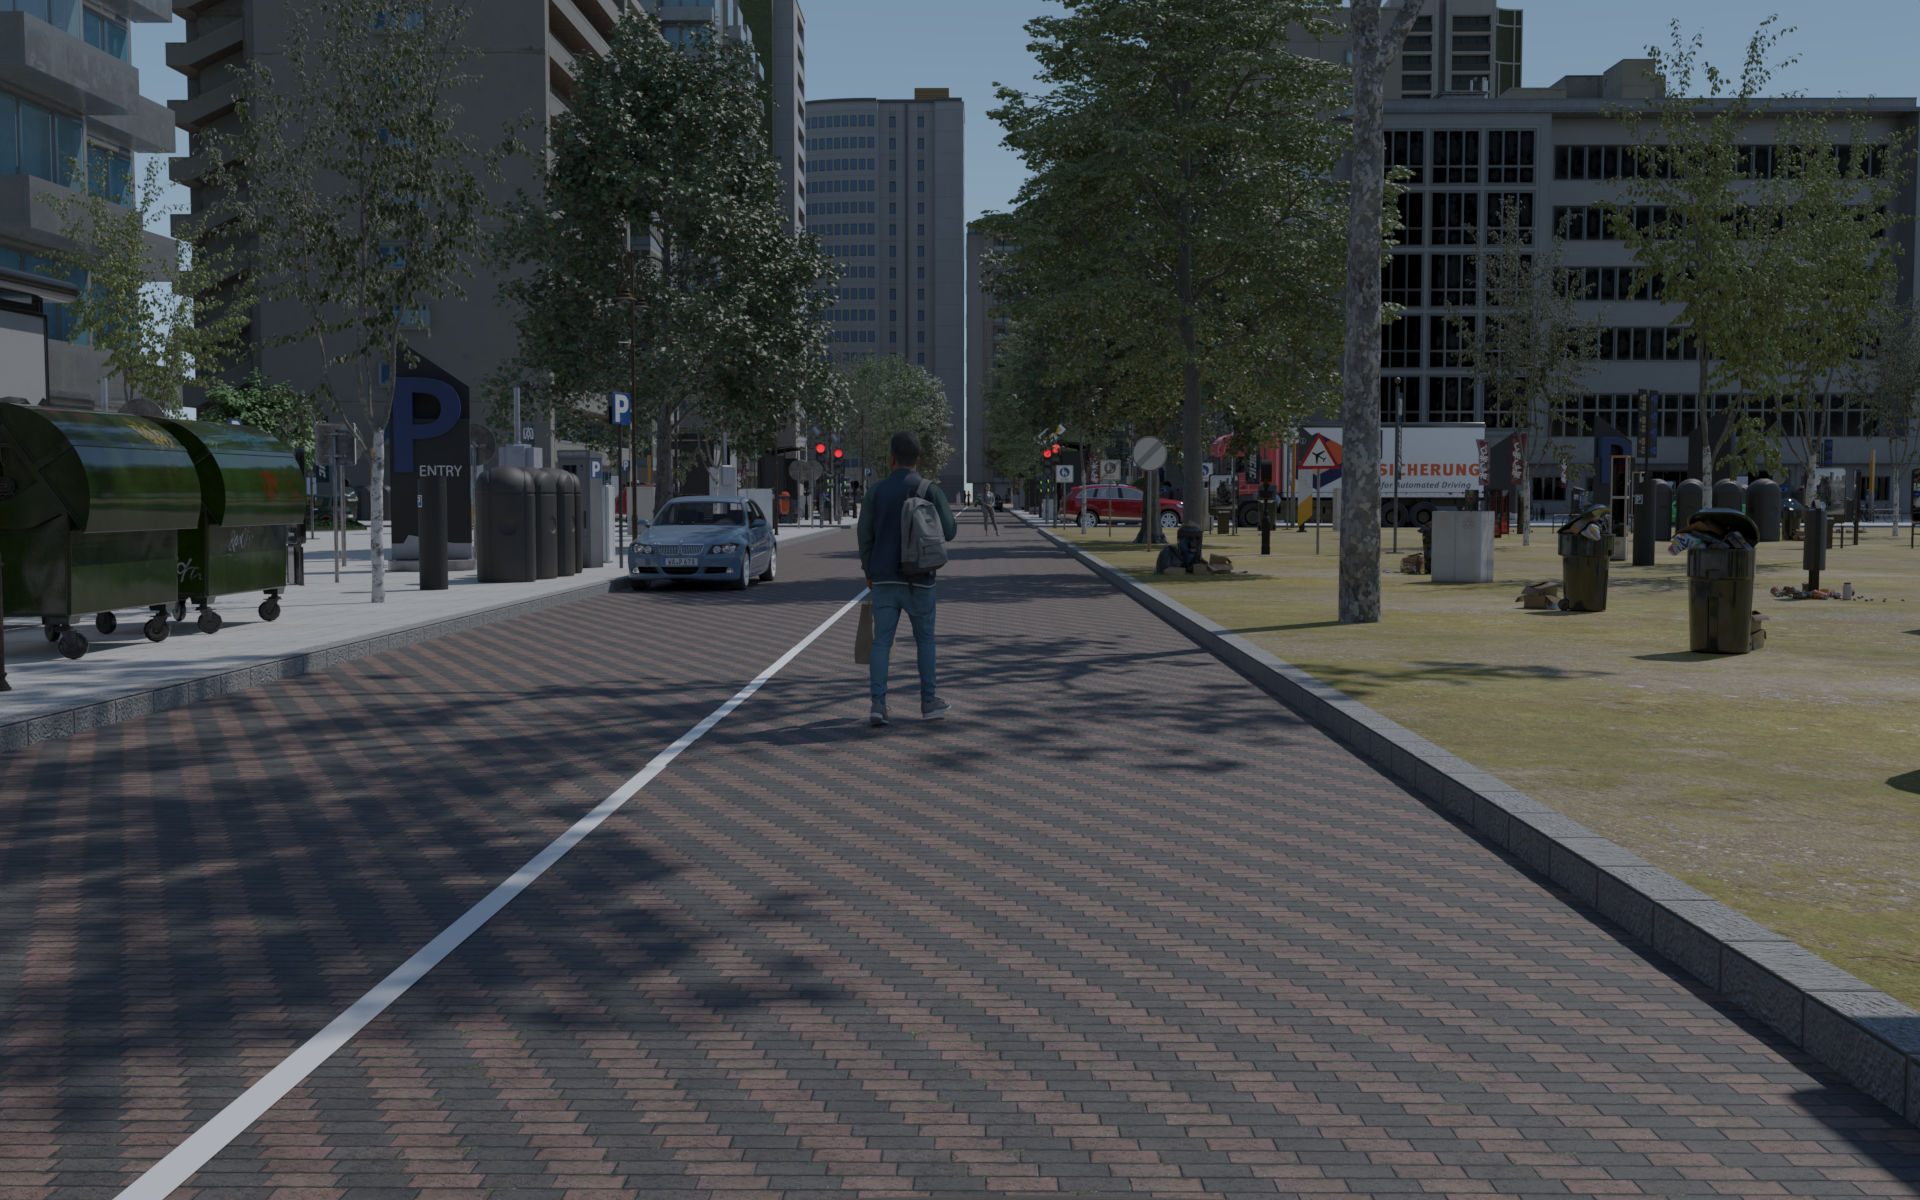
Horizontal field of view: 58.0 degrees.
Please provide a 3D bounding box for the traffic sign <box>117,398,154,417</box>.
[{"bbox_3d":[-10.890,-1.402,23.031,0.768,2.556,0.104,0,4,7],"label":"traffic sign"}]

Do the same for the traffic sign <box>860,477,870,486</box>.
[{"bbox_3d":[-7.000,-7.815,127.880,0.768,2.556,0.104,0,4,3],"label":"traffic sign"}]

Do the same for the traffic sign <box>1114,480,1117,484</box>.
[{"bbox_3d":[9.323,-6.547,107.154,0.768,2.556,0.104,1,4,10],"label":"traffic sign"}]

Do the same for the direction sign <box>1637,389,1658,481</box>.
[{"bbox_3d":[14.890,-2.787,37.568,0.876,3.537,0.379,-3,5,-43],"label":"direction sign"}]

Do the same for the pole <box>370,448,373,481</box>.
[{"bbox_3d":[-25.868,-5.049,76.395,0.158,3.312,0.155,0,3,0],"label":"pole"}]

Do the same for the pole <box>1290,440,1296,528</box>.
[{"bbox_3d":[12.549,-4.368,65.255,0.158,3.312,0.155,0,3,0],"label":"pole"}]

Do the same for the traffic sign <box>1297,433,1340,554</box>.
[{"bbox_3d":[7.595,-2.245,36.709,0.884,2.594,0.081,1,4,9],"label":"traffic sign"}]

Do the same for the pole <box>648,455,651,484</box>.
[{"bbox_3d":[-16.260,-5.923,90.687,0.158,3.312,0.155,0,3,0],"label":"pole"}]

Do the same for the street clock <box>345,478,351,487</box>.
[{"bbox_3d":[-28.465,-4.631,80.280,0.471,2.002,0.358,1,4,15],"label":"street clock"}]

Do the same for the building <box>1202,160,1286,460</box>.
[{"bbox_3d":[26.278,-21.292,135.518,14.401,28.519,23.554,0,4,1],"label":"building"}]

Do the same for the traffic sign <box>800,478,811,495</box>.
[{"bbox_3d":[-8.670,-5.886,96.335,0.768,2.556,0.104,0,4,7],"label":"traffic sign"}]

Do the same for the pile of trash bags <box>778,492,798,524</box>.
[{"bbox_3d":[-7.858,-3.966,74.603,1.912,1.369,3.447,-1,4,-19],"label":"pile of trash bags"}]

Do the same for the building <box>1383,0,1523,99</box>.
[{"bbox_3d":[70.790,-49.841,253.145,20.611,71.187,20.563,0,4,1],"label":"building"}]

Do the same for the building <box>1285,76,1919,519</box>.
[{"bbox_3d":[33.555,-16.709,92.262,30.058,24.678,14.314,0,4,1],"label":"building"}]

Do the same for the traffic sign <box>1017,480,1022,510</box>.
[{"bbox_3d":[5.057,-8.640,141.363,0.768,2.556,0.104,0,4,4],"label":"traffic sign"}]

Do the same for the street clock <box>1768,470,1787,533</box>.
[{"bbox_3d":[24.121,-2.850,51.160,0.471,2.002,0.358,-1,4,-9],"label":"street clock"}]

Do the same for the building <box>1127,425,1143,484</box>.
[{"bbox_3d":[33.826,-21.385,194.686,27.650,21.520,28.899,0,4,1],"label":"building"}]

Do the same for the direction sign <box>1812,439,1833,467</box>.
[{"bbox_3d":[35.618,-4.871,71.635,0.876,3.537,0.379,0,4,-4],"label":"direction sign"}]

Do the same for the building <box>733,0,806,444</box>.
[{"bbox_3d":[-32.141,-40.177,198.887,28.212,58.520,21.231,0,4,1],"label":"building"}]

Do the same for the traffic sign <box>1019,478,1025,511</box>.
[{"bbox_3d":[4.816,-7.878,128.814,0.884,2.594,0.081,0,4,8],"label":"traffic sign"}]

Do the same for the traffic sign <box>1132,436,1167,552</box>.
[{"bbox_3d":[4.182,-2.332,38.240,0.768,2.556,0.104,1,4,9],"label":"traffic sign"}]

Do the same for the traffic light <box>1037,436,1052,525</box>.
[{"bbox_3d":[3.643,-5.125,72.719,0.839,4.253,0.868,0,4,1],"label":"traffic light"}]

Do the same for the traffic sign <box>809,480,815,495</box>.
[{"bbox_3d":[-8.542,-5.906,98.684,0.606,2.300,0.079,0,4,2],"label":"traffic sign"}]

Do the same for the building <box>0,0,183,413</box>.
[{"bbox_3d":[-35.364,-25.528,36.990,30.456,49.044,23.786,0,4,1],"label":"building"}]

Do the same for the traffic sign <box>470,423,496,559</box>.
[{"bbox_3d":[-8.748,-1.905,31.246,0.768,2.556,0.104,0,4,1],"label":"traffic sign"}]

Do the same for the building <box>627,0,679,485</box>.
[{"bbox_3d":[-34.704,-26.871,131.227,32.217,40.220,23.993,0,4,1],"label":"building"}]

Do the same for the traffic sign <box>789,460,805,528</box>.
[{"bbox_3d":[-6.023,-3.953,64.739,0.768,2.556,0.104,0,4,5],"label":"traffic sign"}]

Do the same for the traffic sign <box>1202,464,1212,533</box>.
[{"bbox_3d":[7.983,-3.346,56.837,0.606,2.300,0.079,1,4,10],"label":"traffic sign"}]

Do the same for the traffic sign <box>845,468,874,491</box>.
[{"bbox_3d":[-7.788,-8.544,133.570,2.265,3.308,0.079,0,4,2],"label":"traffic sign"}]

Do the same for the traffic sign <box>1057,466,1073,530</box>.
[{"bbox_3d":[3.719,-3.642,61.680,0.606,2.300,0.079,0,4,1],"label":"traffic sign"}]

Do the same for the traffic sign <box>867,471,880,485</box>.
[{"bbox_3d":[-4.906,-6.063,99.137,0.884,2.594,0.081,1,4,10],"label":"traffic sign"}]

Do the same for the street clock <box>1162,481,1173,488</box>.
[{"bbox_3d":[11.646,-5.695,97.677,0.471,2.002,0.358,-2,4,-27],"label":"street clock"}]

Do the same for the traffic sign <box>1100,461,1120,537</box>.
[{"bbox_3d":[4.493,-3.043,51.875,0.606,2.300,0.079,1,4,9],"label":"traffic sign"}]

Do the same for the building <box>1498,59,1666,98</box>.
[{"bbox_3d":[69.942,-35.127,198.032,21.600,48.544,21.300,0,4,1],"label":"building"}]

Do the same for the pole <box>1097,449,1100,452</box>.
[{"bbox_3d":[6.168,-5.137,77.832,0.158,3.312,0.155,0,3,0],"label":"pole"}]

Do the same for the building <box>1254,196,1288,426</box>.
[{"bbox_3d":[25.285,-16.524,111.971,13.314,21.916,24.055,0,4,1],"label":"building"}]

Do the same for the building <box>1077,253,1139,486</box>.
[{"bbox_3d":[26.966,-34.773,260.414,23.993,40.220,32.217,0,4,1],"label":"building"}]

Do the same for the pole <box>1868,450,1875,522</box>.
[{"bbox_3d":[41.907,-5.245,79.605,0.158,3.312,0.155,0,3,0],"label":"pole"}]

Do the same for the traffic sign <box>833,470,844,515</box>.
[{"bbox_3d":[-6.351,-5.444,89.109,0.768,2.556,0.104,0,4,5],"label":"traffic sign"}]

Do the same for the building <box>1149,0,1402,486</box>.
[{"bbox_3d":[29.611,-33.264,167.570,21.300,48.544,21.600,0,4,1],"label":"building"}]

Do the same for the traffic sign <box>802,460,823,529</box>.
[{"bbox_3d":[-5.484,-3.925,64.278,0.768,2.556,0.104,0,4,6],"label":"traffic sign"}]

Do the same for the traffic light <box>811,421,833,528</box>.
[{"bbox_3d":[-5.172,-4.643,64.831,0.839,4.253,0.868,0,4,1],"label":"traffic light"}]

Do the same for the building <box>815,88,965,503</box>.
[{"bbox_3d":[-13.392,-43.578,254.499,28.212,58.520,21.231,0,4,1],"label":"building"}]

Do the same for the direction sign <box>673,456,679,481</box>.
[{"bbox_3d":[-17.044,-6.872,104.362,0.876,3.537,0.379,2,4,29],"label":"direction sign"}]

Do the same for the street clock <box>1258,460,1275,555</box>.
[{"bbox_3d":[6.479,-1.963,36.661,0.358,2.002,0.471,1,4,8],"label":"street clock"}]

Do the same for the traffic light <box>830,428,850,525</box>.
[{"bbox_3d":[-5.068,-5.131,72.816,0.839,4.253,0.868,0,4,1],"label":"traffic light"}]

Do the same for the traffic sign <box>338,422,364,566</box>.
[{"bbox_3d":[-10.927,-1.868,30.652,0.768,2.556,0.104,0,4,5],"label":"traffic sign"}]

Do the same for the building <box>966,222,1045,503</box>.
[{"bbox_3d":[7.825,-34.804,252.637,14.086,41.232,14.154,0,4,1],"label":"building"}]

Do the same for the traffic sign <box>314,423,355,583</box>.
[{"bbox_3d":[-9.016,-1.399,25.004,0.606,2.300,0.079,0,4,6],"label":"traffic sign"}]

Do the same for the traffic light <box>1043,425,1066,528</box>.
[{"bbox_3d":[3.539,-4.637,64.735,0.839,4.253,0.868,0,4,1],"label":"traffic light"}]

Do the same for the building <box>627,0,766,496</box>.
[{"bbox_3d":[-30.496,-33.256,163.349,23.786,49.044,30.456,0,4,1],"label":"building"}]

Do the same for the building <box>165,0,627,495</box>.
[{"bbox_3d":[-31.770,-29.092,99.357,21.300,48.544,21.600,0,4,1],"label":"building"}]
